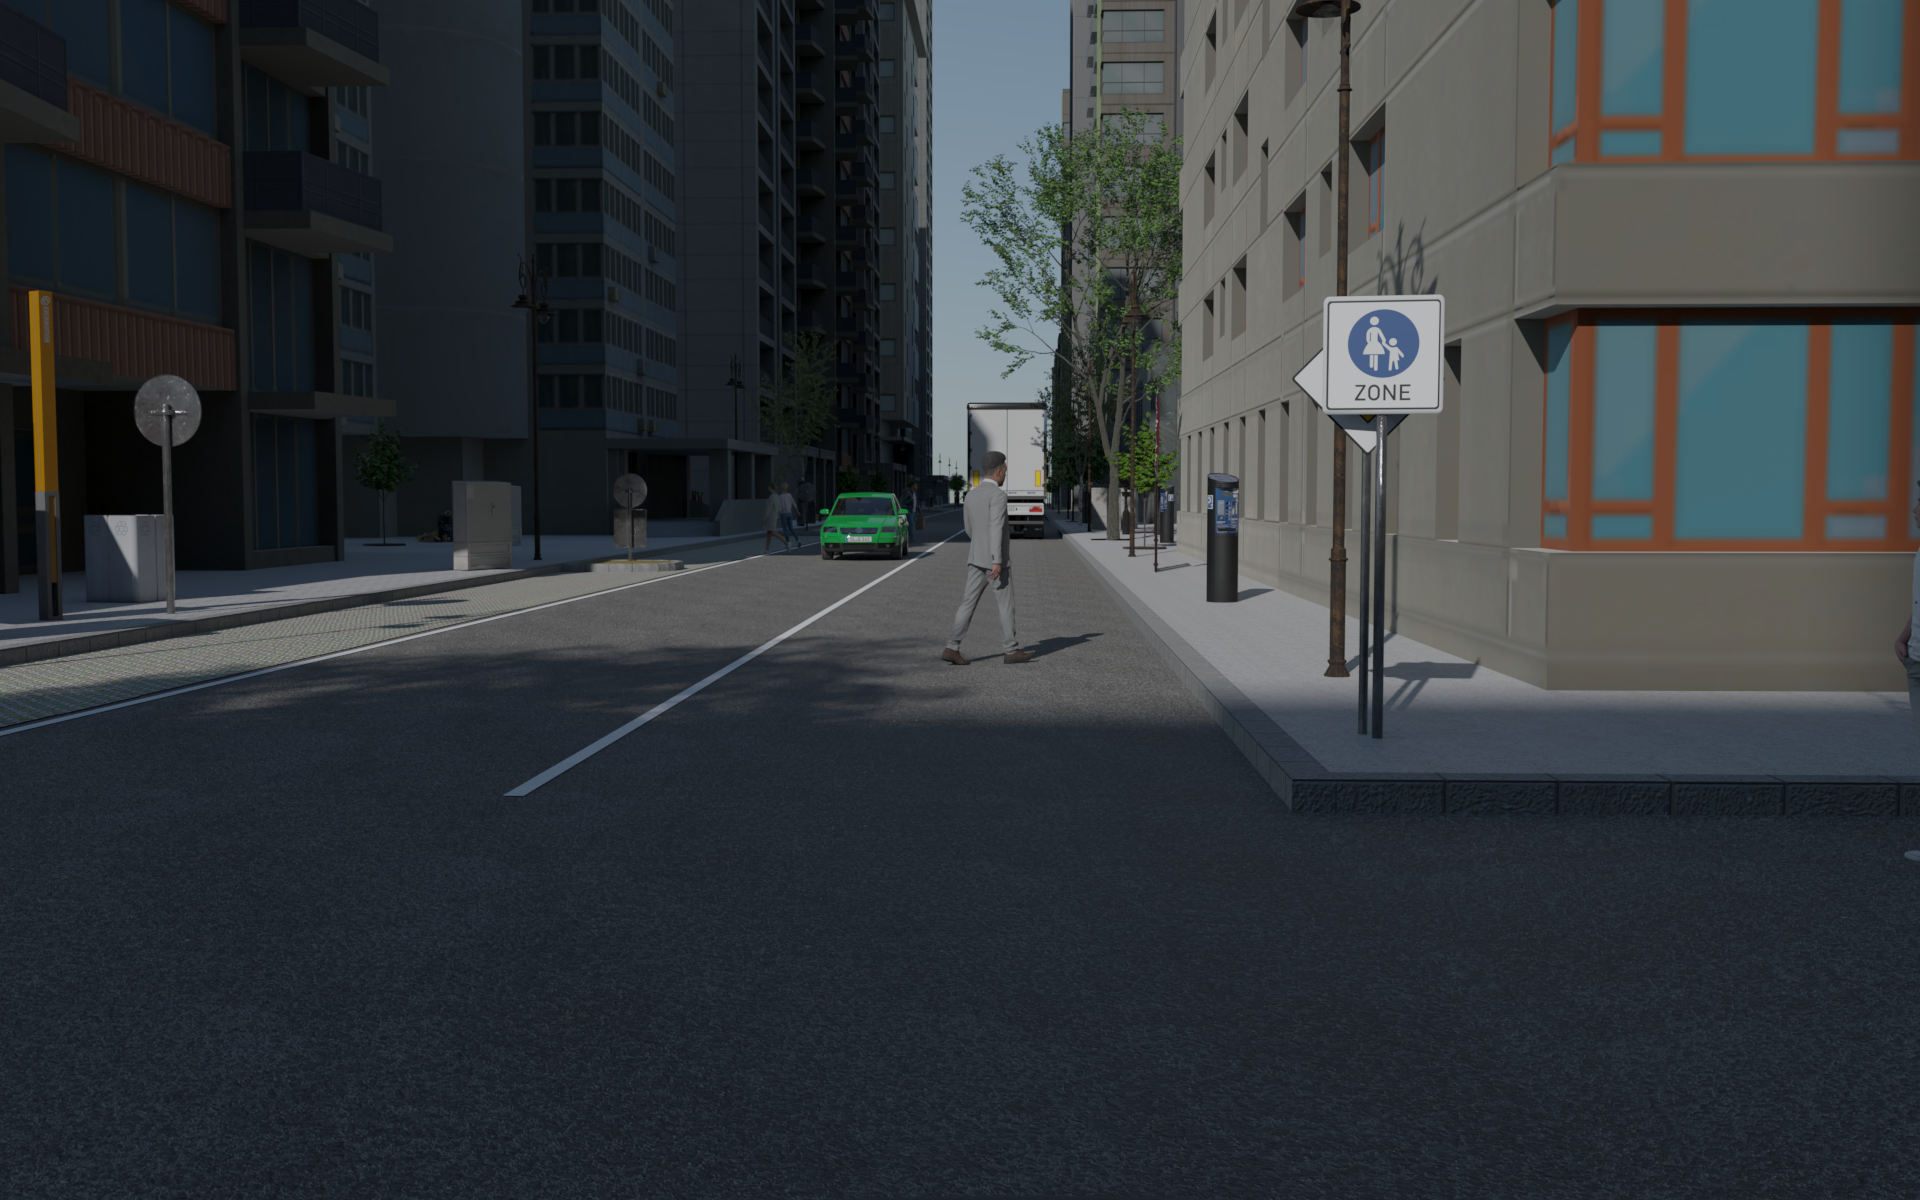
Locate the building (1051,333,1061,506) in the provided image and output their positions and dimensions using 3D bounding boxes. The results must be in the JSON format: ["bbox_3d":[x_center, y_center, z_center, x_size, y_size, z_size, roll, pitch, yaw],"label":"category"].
[{"bbox_3d":[24.942,-21.696,199.768,27.650,21.520,28.899,0,4,2],"label":"building"}]

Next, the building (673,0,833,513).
[{"bbox_3d":[-15.022,-43.158,143.892,20.563,71.187,20.611,0,4,2],"label":"building"}]

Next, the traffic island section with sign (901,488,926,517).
[{"bbox_3d":[-3.372,-6.169,109.491,1.989,1.847,2.006,0,4,2],"label":"traffic island section with sign"}]

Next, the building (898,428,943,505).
[{"bbox_3d":[-18.531,-31.643,209.238,32.217,40.220,23.993,0,4,2],"label":"building"}]

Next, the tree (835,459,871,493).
[{"bbox_3d":[-6.127,-6.152,95.187,1.663,3.219,1.824,0,3,0],"label":"tree"}]

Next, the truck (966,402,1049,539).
[{"bbox_3d":[1.649,-4.258,58.539,2.839,4.237,11.283,0,4,2],"label":"truck"}]

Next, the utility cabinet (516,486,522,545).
[{"bbox_3d":[-11.300,-2.087,42.802,0.318,1.500,1.173,1,4,21],"label":"utility cabinet"}]

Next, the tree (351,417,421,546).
[{"bbox_3d":[-14.208,-2.963,43.039,1.663,3.219,1.824,0,3,0],"label":"tree"}]

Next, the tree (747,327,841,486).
[{"bbox_3d":[-7.000,-7.655,75.518,4.737,8.622,4.395,0,3,0],"label":"tree"}]

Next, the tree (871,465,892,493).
[{"bbox_3d":[-5.234,-7.275,113.540,1.663,3.219,1.824,0,3,0],"label":"tree"}]

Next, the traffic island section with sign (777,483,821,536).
[{"bbox_3d":[-5.248,-3.108,59.449,1.989,1.847,2.006,0,4,2],"label":"traffic island section with sign"}]

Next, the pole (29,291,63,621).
[{"bbox_3d":[-9.252,-1.449,17.529,0.158,3.312,0.155,0,3,0],"label":"pole"}]

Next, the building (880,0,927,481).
[{"bbox_3d":[-18.426,-36.306,182.844,28.713,52.752,27.495,0,4,2],"label":"building"}]

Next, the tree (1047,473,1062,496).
[{"bbox_3d":[8.293,-9.828,155.288,1.663,3.219,1.824,0,3,0],"label":"tree"}]

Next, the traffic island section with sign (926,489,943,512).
[{"bbox_3d":[-2.360,-7.816,136.427,1.989,1.847,2.006,0,4,2],"label":"traffic island section with sign"}]

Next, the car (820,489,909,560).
[{"bbox_3d":[-2.115,-1.849,39.035,1.959,1.807,4.718,0,4,1],"label":"car"}]

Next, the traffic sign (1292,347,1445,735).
[{"bbox_3d":[2.150,-0.340,9.195,0.795,2.450,0.064,0,4,2],"label":"traffic sign"}]

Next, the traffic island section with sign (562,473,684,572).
[{"bbox_3d":[-6.258,-1.461,32.512,1.989,1.847,2.006,0,4,2],"label":"traffic island section with sign"}]

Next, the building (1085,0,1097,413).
[{"bbox_3d":[19.742,-30.280,114.683,23.786,49.044,30.456,0,4,2],"label":"building"}]

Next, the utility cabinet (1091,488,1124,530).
[{"bbox_3d":[5.189,-3.226,61.417,0.318,1.500,1.173,-3,5,-41],"label":"utility cabinet"}]

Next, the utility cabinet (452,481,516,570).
[{"bbox_3d":[-8.080,-1.265,29.355,0.318,1.500,1.173,1,4,23],"label":"utility cabinet"}]

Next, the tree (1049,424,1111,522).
[{"bbox_3d":[5.563,-5.861,79.536,4.285,4.588,4.351,0,3,0],"label":"tree"}]

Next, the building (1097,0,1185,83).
[{"bbox_3d":[14.258,-25.006,92.450,14.154,41.232,14.086,0,4,2],"label":"building"}]

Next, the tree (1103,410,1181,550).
[{"bbox_3d":[4.421,-2.792,40.253,1.663,3.219,1.824,0,3,0],"label":"tree"}]

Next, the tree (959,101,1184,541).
[{"bbox_3d":[4.103,-7.445,47.478,9.928,11.665,9.643,0,3,0],"label":"tree"}]

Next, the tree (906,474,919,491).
[{"bbox_3d":[-4.513,-10.164,160.781,1.663,3.219,1.824,0,3,0],"label":"tree"}]

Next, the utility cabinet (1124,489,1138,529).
[{"bbox_3d":[5.936,-3.364,63.688,1.173,1.500,0.318,2,4,27],"label":"utility cabinet"}]

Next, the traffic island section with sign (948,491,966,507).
[{"bbox_3d":[-0.265,-11.222,192.102,1.989,1.847,2.006,0,4,2],"label":"traffic island section with sign"}]

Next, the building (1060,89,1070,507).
[{"bbox_3d":[17.354,-30.238,177.983,14.154,41.232,14.086,0,4,2],"label":"building"}]

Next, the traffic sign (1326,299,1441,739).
[{"bbox_3d":[2.192,-0.422,9.033,0.606,2.300,0.079,1,4,10],"label":"traffic sign"}]

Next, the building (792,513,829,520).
[{"bbox_3d":[-17.600,-40.121,94.223,20.563,71.187,20.611,0,4,2],"label":"building"}]

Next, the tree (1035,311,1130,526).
[{"bbox_3d":[4.909,-7.346,70.463,4.737,8.622,4.395,0,3,0],"label":"tree"}]

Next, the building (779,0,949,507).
[{"bbox_3d":[-11.872,-48.451,230.423,20.563,71.187,20.611,0,4,2],"label":"building"}]

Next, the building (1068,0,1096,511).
[{"bbox_3d":[19.589,-36.801,143.699,21.231,58.520,28.212,0,4,2],"label":"building"}]

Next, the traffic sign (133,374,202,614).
[{"bbox_3d":[-8.451,-1.123,18.471,0.768,2.556,0.104,0,4,6],"label":"traffic sign"}]

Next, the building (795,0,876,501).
[{"bbox_3d":[-17.558,-28.468,120.083,22.147,44.769,28.867,0,4,2],"label":"building"}]

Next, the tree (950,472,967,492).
[{"bbox_3d":[-0.436,-15.968,244.792,4.285,4.588,4.351,0,3,0],"label":"tree"}]
